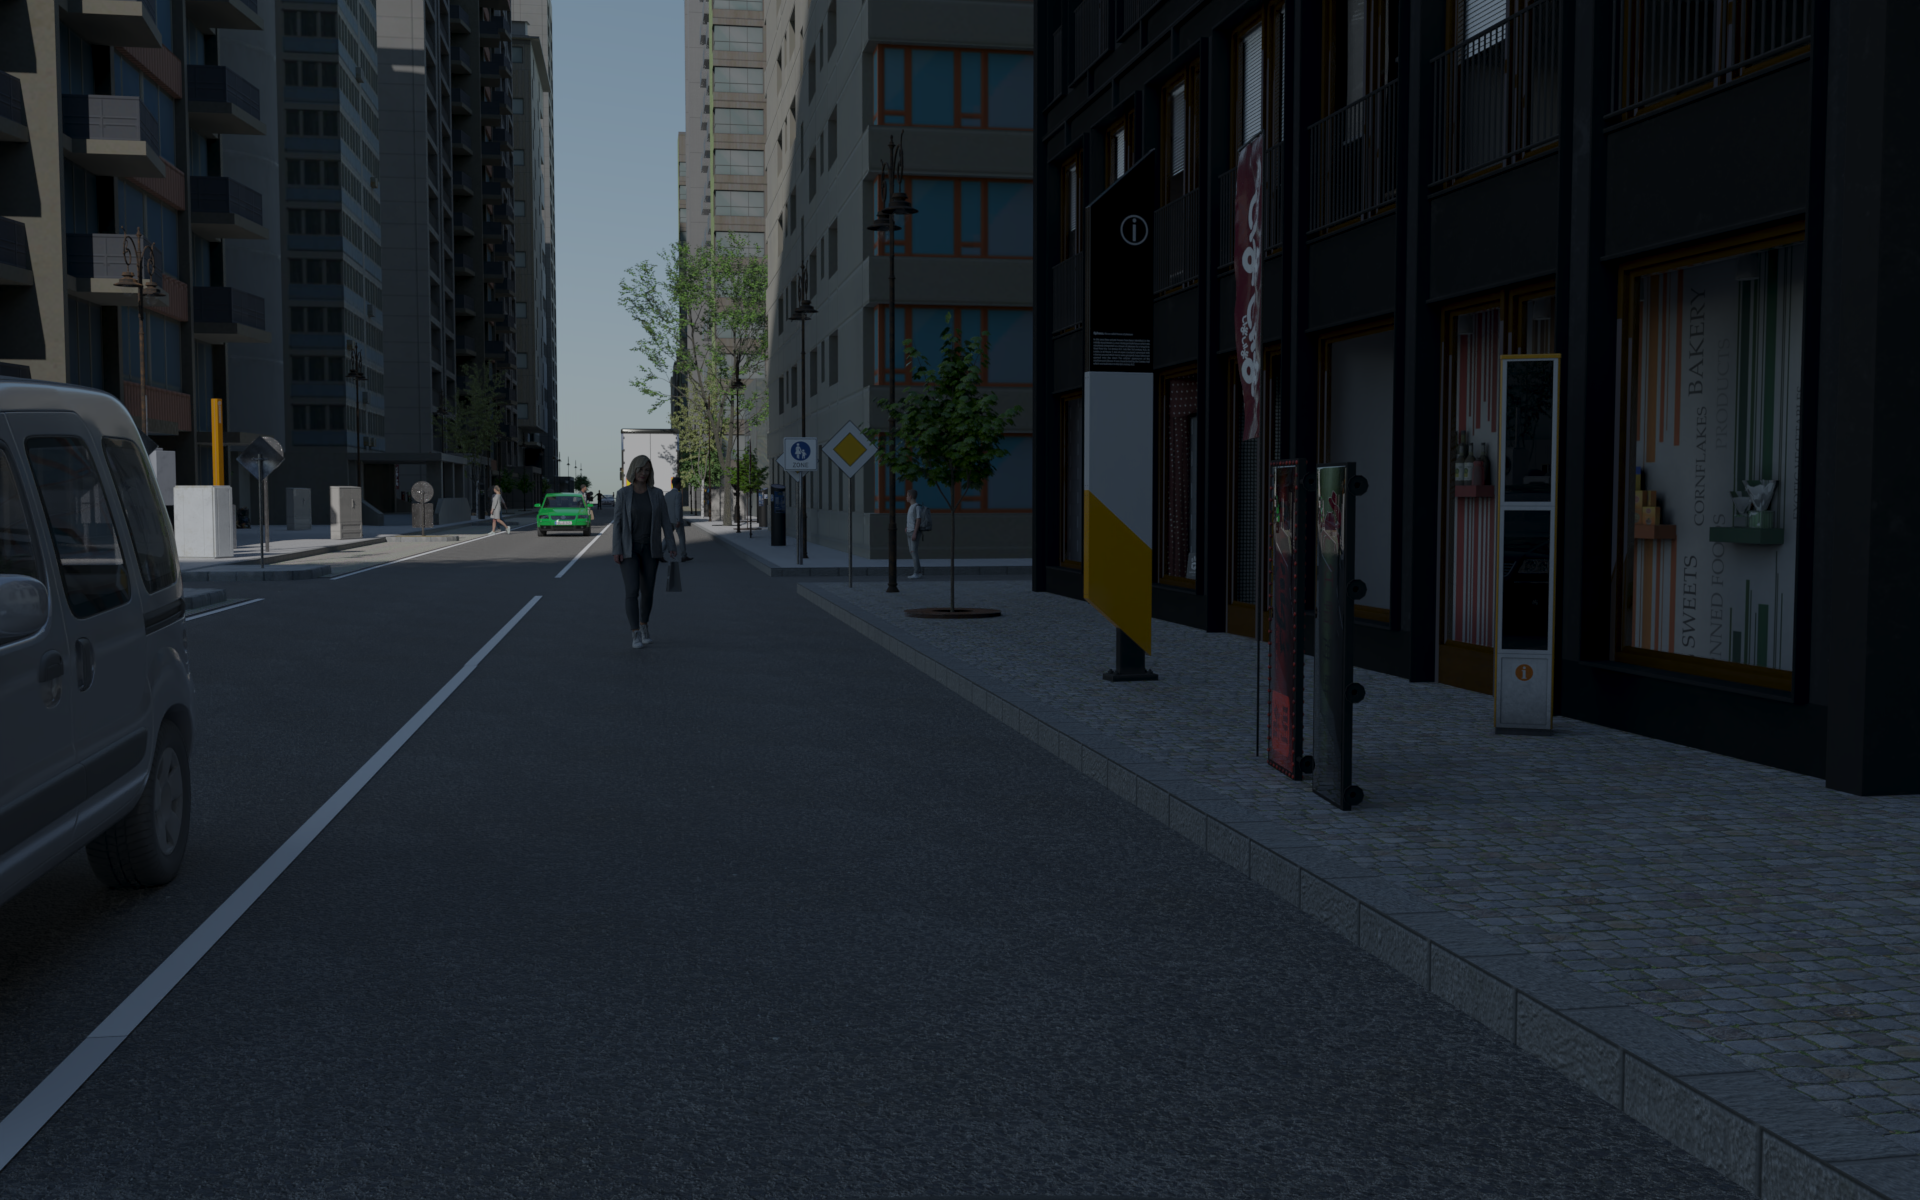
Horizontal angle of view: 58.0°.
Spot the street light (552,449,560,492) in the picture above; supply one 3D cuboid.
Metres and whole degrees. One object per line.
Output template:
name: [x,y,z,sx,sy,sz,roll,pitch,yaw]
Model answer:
street light: [-40.958,-12.365,174.952,0.468,5.910,1.993,-1,4,-10]

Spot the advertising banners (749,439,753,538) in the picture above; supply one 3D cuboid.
advertising banners: [-6.136,-3.335,50.712,0.090,3.025,2.074,0,4,-6]

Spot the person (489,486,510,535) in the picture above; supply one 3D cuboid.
person: [-16.330,-3.181,61.264,0.760,1.731,0.466,-3,4,-36]

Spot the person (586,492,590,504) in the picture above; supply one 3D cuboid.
person: [-37.941,-10.182,176.446,0.593,1.643,0.415,-3,5,-43]

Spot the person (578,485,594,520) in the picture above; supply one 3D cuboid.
person: [-15.614,-3.876,71.859,0.713,1.824,0.794,3,4,37]

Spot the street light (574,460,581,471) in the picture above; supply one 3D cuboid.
street light: [-51.757,-15.940,233.398,0.468,5.910,1.993,-1,4,-10]

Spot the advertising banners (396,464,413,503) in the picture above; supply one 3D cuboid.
advertising banners: [-31.832,-6.290,99.033,0.090,3.025,2.074,1,4,9]

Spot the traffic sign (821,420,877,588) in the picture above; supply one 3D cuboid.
traffic sign: [-1.503,-1.225,23.666,0.795,2.450,0.064,-1,4,-10]

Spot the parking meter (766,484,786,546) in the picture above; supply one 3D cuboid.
parking meter: [-4.492,-2.105,42.834,0.372,1.533,0.369,0,3,0]

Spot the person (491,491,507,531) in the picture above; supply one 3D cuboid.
person: [-17.570,-3.497,66.341,0.598,1.740,0.731,1,4,16]

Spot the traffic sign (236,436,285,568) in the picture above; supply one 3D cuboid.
traffic sign: [-12.050,-1.604,29.863,0.795,2.450,0.064,-1,4,-10]

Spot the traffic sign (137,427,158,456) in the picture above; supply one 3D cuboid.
traffic sign: [-10.598,-1.123,22.011,0.795,2.450,0.064,-1,4,-10]

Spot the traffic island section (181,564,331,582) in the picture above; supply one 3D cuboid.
traffic island section: [-12.072,-0.467,29.921,2.009,0.180,2.903,-1,4,-10]

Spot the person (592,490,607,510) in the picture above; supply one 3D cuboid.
person: [-33.237,-9.245,159.674,1.348,1.821,0.705,-1,4,-23]

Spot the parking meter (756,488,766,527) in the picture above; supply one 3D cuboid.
parking meter: [-7.671,-3.620,67.596,0.372,1.533,0.369,0,3,0]

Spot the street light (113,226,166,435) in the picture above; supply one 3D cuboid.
street light: [-14.216,-3.509,30.153,0.468,5.910,1.993,-1,4,-10]

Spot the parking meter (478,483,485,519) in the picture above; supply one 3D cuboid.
parking meter: [-24.347,-5.039,88.105,0.255,1.863,0.399,-2,4,-33]

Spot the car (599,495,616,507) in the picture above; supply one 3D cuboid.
car: [-40.578,-11.412,198.941,2.083,1.381,4.827,-1,4,-11]

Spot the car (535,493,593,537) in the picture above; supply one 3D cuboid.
car: [-13.637,-3.114,59.711,1.959,1.807,4.718,-1,4,-12]

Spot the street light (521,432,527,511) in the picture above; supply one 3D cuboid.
street light: [-32.471,-9.557,129.047,0.468,5.910,1.993,-1,4,-10]

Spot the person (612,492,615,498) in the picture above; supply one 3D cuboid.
person: [-51.410,-15.128,256.531,0.721,1.739,1.217,-2,4,-30]

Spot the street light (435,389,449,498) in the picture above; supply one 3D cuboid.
street light: [-22.702,-6.317,76.065,0.468,5.910,1.993,-1,4,-10]

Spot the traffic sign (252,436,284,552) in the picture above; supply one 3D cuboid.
traffic sign: [-15.332,-2.334,38.262,0.768,2.556,0.104,0,4,-6]

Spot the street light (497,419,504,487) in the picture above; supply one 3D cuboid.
street light: [-28.167,-8.143,105.927,0.468,5.910,1.993,-1,4,-10]

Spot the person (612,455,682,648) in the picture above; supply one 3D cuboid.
person: [-2.945,-0.471,16.390,0.709,1.800,0.728,-1,4,-17]

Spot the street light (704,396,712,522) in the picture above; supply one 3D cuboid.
street light: [-11.612,-6.576,80.310,0.468,5.910,1.993,-1,4,-10]

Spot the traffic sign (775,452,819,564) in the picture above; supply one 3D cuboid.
traffic sign: [-2.956,-1.705,31.518,0.795,2.450,0.064,-1,4,-10]

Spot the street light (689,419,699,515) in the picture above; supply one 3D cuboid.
street light: [-15.908,-8.035,104.162,0.468,5.910,1.993,-1,4,-10]

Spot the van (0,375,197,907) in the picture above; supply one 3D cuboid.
van: [-3.460,0.130,4.888,2.013,2.044,4.112,-1,4,-11]

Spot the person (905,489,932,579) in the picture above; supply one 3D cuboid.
person: [-0.760,-1.119,29.390,0.503,1.515,0.523,3,5,43]

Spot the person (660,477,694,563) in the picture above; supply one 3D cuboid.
person: [-6.000,-1.685,36.327,0.678,1.792,0.850,3,5,43]

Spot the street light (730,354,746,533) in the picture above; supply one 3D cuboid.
street light: [-7.334,-5.162,57.192,0.468,5.910,1.993,-1,4,-10]

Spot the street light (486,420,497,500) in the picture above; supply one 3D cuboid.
street light: [-26.931,-7.712,98.878,0.468,5.910,1.993,-1,4,-10]

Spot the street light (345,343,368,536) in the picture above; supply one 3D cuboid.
street light: [-18.405,-4.904,52.973,0.468,5.910,1.993,-1,4,-10]

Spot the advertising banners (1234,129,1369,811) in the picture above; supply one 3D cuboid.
advertising banners: [1.496,-0.714,7.856,0.090,3.025,2.074,0,4,-4]

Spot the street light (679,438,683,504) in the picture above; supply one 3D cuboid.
street light: [-21.558,-9.877,134.282,0.468,5.910,1.993,-1,4,-10]

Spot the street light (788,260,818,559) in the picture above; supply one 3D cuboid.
street light: [-3.106,-3.767,34.379,0.468,5.910,1.993,-1,4,-10]

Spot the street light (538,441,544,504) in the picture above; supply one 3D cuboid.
street light: [-36.671,-10.953,151.865,0.468,5.910,1.993,-1,4,-10]

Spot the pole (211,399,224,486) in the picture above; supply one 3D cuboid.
pole: [-15.913,-2.650,37.167,0.158,3.312,0.155,0,3,0]

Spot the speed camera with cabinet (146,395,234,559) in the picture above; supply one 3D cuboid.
speed camera with cabinet: [-15.624,-2.471,34.743,2.038,3.252,0.660,1,4,17]

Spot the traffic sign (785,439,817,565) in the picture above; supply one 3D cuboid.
traffic sign: [-2.881,-1.788,31.369,0.606,2.300,0.079,0,4,-3]

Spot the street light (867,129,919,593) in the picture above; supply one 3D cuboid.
street light: [-0.879,-3.038,22.456,0.468,5.910,1.993,-1,4,-10]

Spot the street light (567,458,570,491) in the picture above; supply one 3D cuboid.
street light: [-47.588,-14.544,210.574,0.468,5.910,1.993,-1,4,-10]
